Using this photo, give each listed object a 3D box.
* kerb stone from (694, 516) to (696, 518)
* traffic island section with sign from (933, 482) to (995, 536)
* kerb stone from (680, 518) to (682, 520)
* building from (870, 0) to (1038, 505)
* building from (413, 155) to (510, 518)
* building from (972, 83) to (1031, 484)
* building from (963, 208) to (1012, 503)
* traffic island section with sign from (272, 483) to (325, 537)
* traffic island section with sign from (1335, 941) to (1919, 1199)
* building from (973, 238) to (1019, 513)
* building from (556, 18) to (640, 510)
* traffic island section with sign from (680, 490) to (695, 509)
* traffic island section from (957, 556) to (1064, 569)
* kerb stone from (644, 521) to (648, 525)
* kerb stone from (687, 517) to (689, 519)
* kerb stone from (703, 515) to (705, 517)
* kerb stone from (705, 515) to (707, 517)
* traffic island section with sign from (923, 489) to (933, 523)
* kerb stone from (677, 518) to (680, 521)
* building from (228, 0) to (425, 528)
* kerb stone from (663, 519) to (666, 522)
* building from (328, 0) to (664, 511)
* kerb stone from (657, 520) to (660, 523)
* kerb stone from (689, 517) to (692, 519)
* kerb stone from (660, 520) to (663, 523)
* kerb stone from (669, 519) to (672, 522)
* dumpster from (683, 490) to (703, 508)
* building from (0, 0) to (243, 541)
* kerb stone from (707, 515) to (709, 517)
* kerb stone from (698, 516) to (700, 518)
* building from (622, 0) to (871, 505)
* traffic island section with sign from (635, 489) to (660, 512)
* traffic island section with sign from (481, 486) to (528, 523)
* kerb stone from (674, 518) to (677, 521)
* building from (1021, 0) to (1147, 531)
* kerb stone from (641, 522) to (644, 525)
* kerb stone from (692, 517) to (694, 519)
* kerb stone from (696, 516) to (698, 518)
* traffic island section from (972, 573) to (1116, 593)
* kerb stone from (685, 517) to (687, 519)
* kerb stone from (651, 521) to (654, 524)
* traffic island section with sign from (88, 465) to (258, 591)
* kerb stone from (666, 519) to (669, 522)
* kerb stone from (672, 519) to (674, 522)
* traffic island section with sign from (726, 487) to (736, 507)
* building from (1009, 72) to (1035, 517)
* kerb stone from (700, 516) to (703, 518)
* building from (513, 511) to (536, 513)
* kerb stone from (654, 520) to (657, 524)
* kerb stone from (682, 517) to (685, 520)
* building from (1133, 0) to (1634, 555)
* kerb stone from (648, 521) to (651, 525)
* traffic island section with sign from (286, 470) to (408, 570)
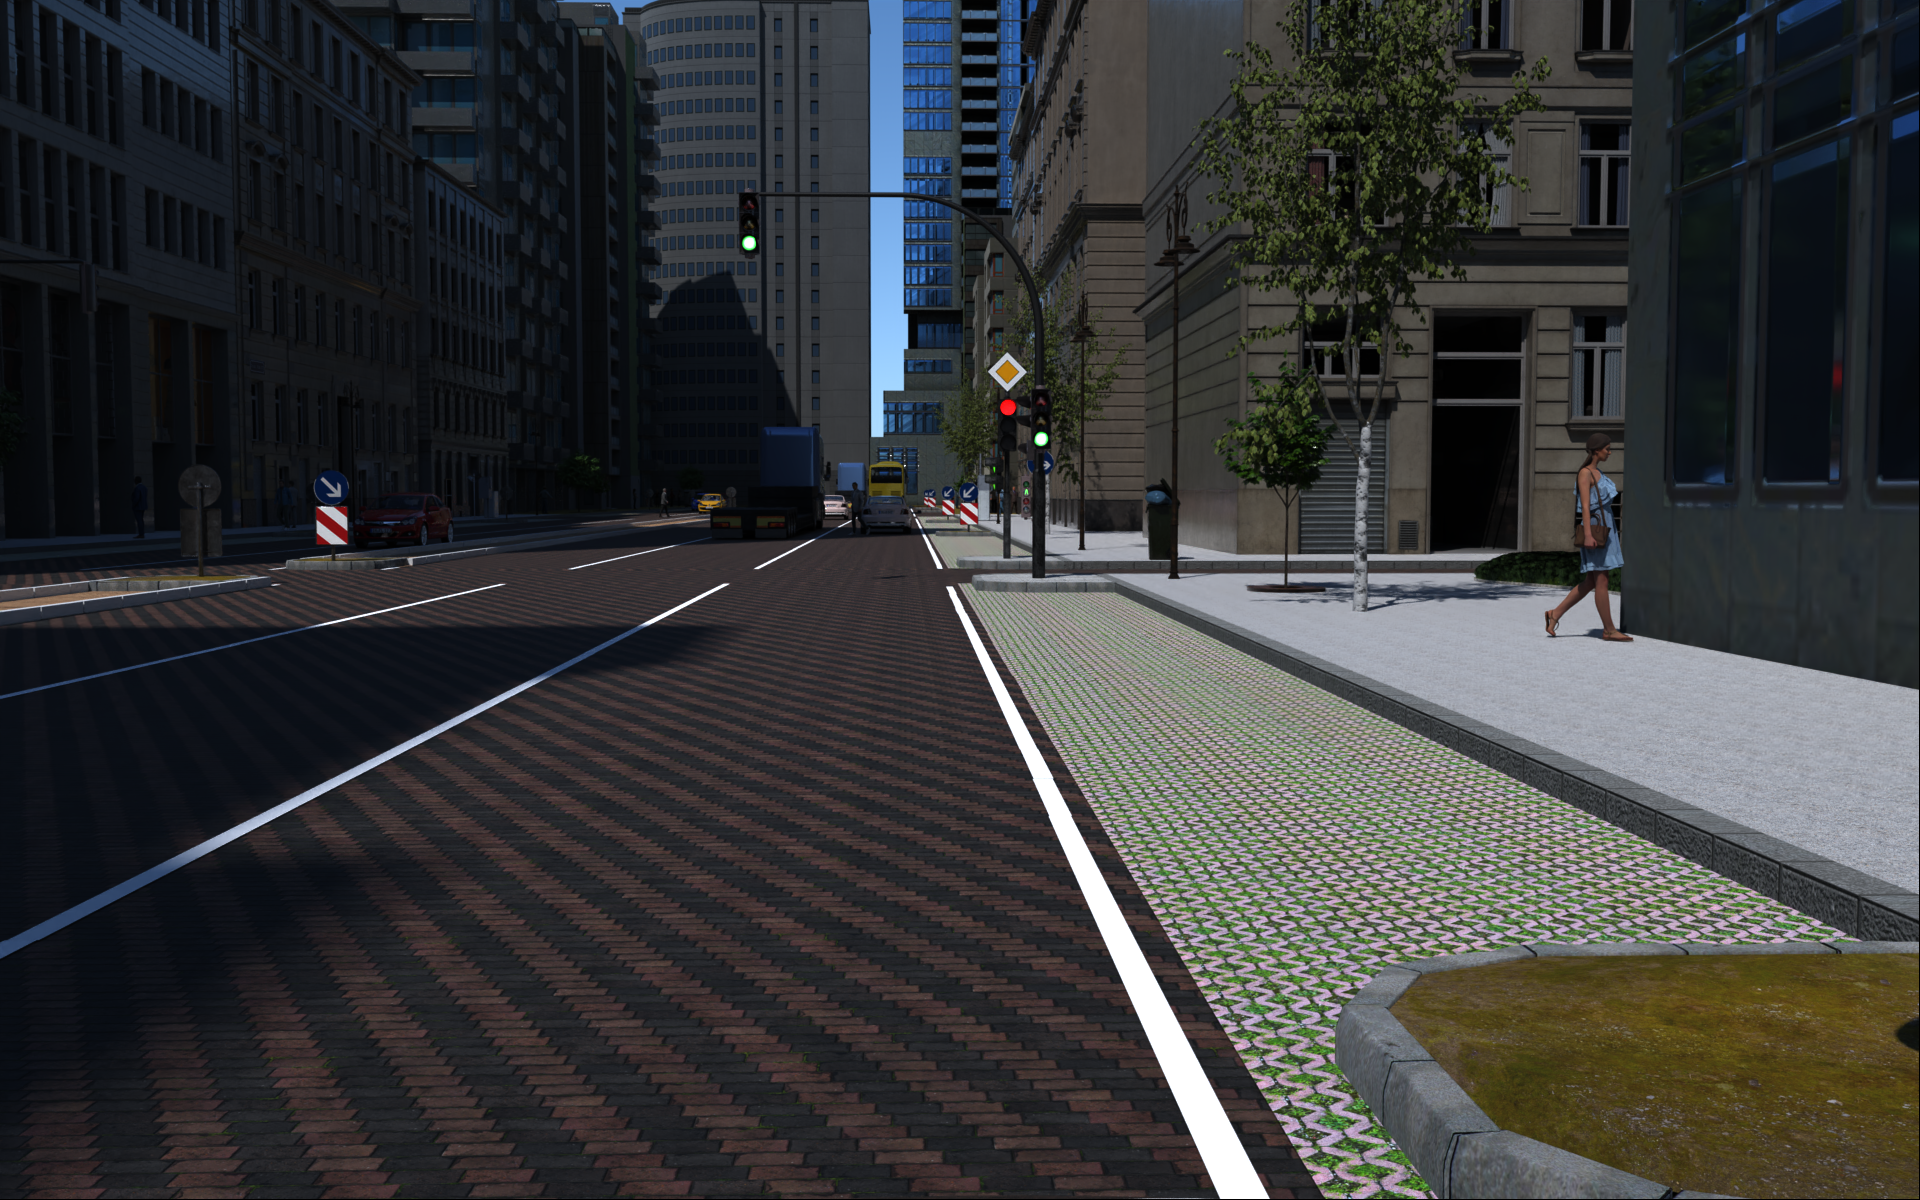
[{"bbox_3d":[-15.133,-4.614,97.629,0.120,0.150,1.000,0,4,-2],"label":"kerb stone"},{"bbox_3d":[0.168,-3.082,59.027,1.989,1.847,2.006,0,4,-2],"label":"traffic island section with sign"},{"bbox_3d":[-14.937,-4.234,91.475,0.120,0.150,1.000,0,4,-2],"label":"kerb stone"},{"bbox_3d":[4.972,-54.553,204.620,31.000,86.520,22.319,0,4,-2],"label":"building"},{"bbox_3d":[-32.539,-15.263,98.701,9.793,20.994,18.267,0,4,-2],"label":"building"},{"bbox_3d":[17.401,-28.495,157.771,32.217,40.220,23.993,0,4,-2],"label":"building"},{"bbox_3d":[7.266,-24.775,176.766,14.160,30.474,14.107,0,4,-2],"label":"building"},{"bbox_3d":[-21.840,-3.040,58.327,1.989,1.847,2.006,0,4,-2],"label":"traffic island section with sign"},{"bbox_3d":[1.946,0.290,3.890,1.989,1.847,2.006,0,4,-2],"label":"traffic island section with sign"},{"bbox_3d":[15.372,-17.539,131.807,27.650,21.520,28.899,0,4,-2],"label":"building"},{"bbox_3d":[-35.357,-28.300,146.304,14.154,41.232,14.086,0,4,-2],"label":"building"},{"bbox_3d":[-25.235,-9.449,163.112,1.989,1.847,2.006,0,4,-2],"label":"traffic island section with sign"},{"bbox_3d":[0.956,-0.744,34.440,2.009,0.180,2.903,0,4,-2],"label":"traffic island section"},{"bbox_3d":[-14.534,-3.486,79.188,0.120,0.150,1.000,0,4,-2],"label":"kerb stone"},{"bbox_3d":[-15.037,-4.425,94.548,0.120,0.150,1.000,0,4,-2],"label":"kerb stone"},{"bbox_3d":[-15.272,-4.863,101.721,0.120,0.150,1.000,0,4,-2],"label":"kerb stone"},{"bbox_3d":[-15.303,-4.927,102.746,0.120,0.150,1.000,0,4,-2],"label":"kerb stone"},{"bbox_3d":[-0.713,-4.730,85.967,1.989,1.847,2.006,0,4,-2],"label":"traffic island section with sign"},{"bbox_3d":[-14.904,-4.172,90.452,0.120,0.150,1.000,0,4,-2],"label":"kerb stone"},{"bbox_3d":[-33.234,-17.099,76.829,12.463,27.353,25.104,0,4,-2],"label":"building"},{"bbox_3d":[-14.739,-3.861,85.322,0.120,0.150,1.000,0,4,-2],"label":"kerb stone"},{"bbox_3d":[-45.252,-33.670,170.112,30.456,49.044,23.786,0,4,-2],"label":"building"},{"bbox_3d":[-14.676,-3.735,83.275,0.120,0.150,1.000,0,4,-2],"label":"kerb stone"},{"bbox_3d":[-15.068,-4.488,95.571,0.120,0.150,1.000,0,4,-2],"label":"kerb stone"},{"bbox_3d":[-14.697,-3.798,84.300,0.120,0.150,1.000,0,4,-2],"label":"kerb stone"},{"bbox_3d":[-14.807,-3.986,87.365,0.120,0.150,1.000,0,4,-2],"label":"kerb stone"},{"bbox_3d":[-25.566,-9.668,166.284,1.865,1.857,1.264,0,4,-3],"label":"dumpster"},{"bbox_3d":[-31.802,-16.609,49.055,11.434,29.767,29.804,0,4,-2],"label":"building"},{"bbox_3d":[-15.332,-4.989,103.768,0.120,0.150,1.000,0,4,-2],"label":"kerb stone"},{"bbox_3d":[-15.208,-4.739,99.673,0.120,0.150,1.000,0,4,-2],"label":"kerb stone"},{"bbox_3d":[-24.602,-40.489,203.999,28.212,58.520,21.231,0,4,-2],"label":"building"},{"bbox_3d":[-24.360,-7.782,135.857,1.989,1.847,2.006,0,4,-2],"label":"traffic island section with sign"},{"bbox_3d":[-22.755,-4.774,86.679,1.989,1.847,2.006,0,4,-2],"label":"traffic island section with sign"},{"bbox_3d":[-14.868,-4.112,89.422,0.120,0.150,1.000,0,4,-2],"label":"kerb stone"},{"bbox_3d":[9.545,-16.748,71.100,12.463,27.353,25.104,0,4,-2],"label":"building"},{"bbox_3d":[-14.511,-3.423,78.166,0.120,0.150,1.000,0,4,-2],"label":"kerb stone"},{"bbox_3d":[-15.098,-4.550,96.593,0.120,0.150,1.000,0,4,-2],"label":"kerb stone"},{"bbox_3d":[-15.163,-4.676,98.651,0.120,0.150,1.000,0,4,-2],"label":"kerb stone"},{"bbox_3d":[1.214,-0.256,26.460,2.009,0.180,2.903,0,4,-2],"label":"traffic island section"},{"bbox_3d":[-15.004,-4.362,93.520,0.120,0.150,1.000,0,4,-2],"label":"kerb stone"},{"bbox_3d":[-14.605,-3.608,81.232,0.120,0.150,1.000,0,4,-2],"label":"kerb stone"},{"bbox_3d":[-11.774,-1.110,26.280,2.006,1.907,1.989,0,4,-2],"label":"traffic island section with sign"},{"bbox_3d":[-14.771,-3.923,86.343,0.120,0.150,1.000,0,4,-2],"label":"kerb stone"},{"bbox_3d":[-14.830,-4.049,88.396,0.120,0.150,1.000,0,4,-2],"label":"kerb stone"},{"bbox_3d":[-14.443,-6.156,108.782,2.006,1.907,1.989,0,4,-2],"label":"traffic island section with sign"},{"bbox_3d":[9.656,-18.334,97.029,12.463,27.353,25.104,0,4,-2],"label":"building"},{"bbox_3d":[-15.230,-4.801,100.700,0.120,0.150,1.000,0,4,-2],"label":"kerb stone"},{"bbox_3d":[-40.640,-30.771,122.707,23.786,49.044,30.456,0,4,-2],"label":"building"},{"bbox_3d":[-14.647,-3.673,82.253,0.120,0.150,1.000,0,4,-2],"label":"kerb stone"},{"bbox_3d":[-14.969,-4.299,92.498,0.120,0.150,1.000,0,4,-2],"label":"kerb stone"},{"bbox_3d":[19.854,-12.868,43.676,30.059,22.955,16.112,0,4,-2],"label":"building"},{"bbox_3d":[-14.575,-3.547,80.210,0.120,0.150,1.000,0,4,-2],"label":"kerb stone"},{"bbox_3d":[-12.004,-1.562,33.683,2.006,1.907,1.989,0,4,-2],"label":"traffic island section with sign"}]
